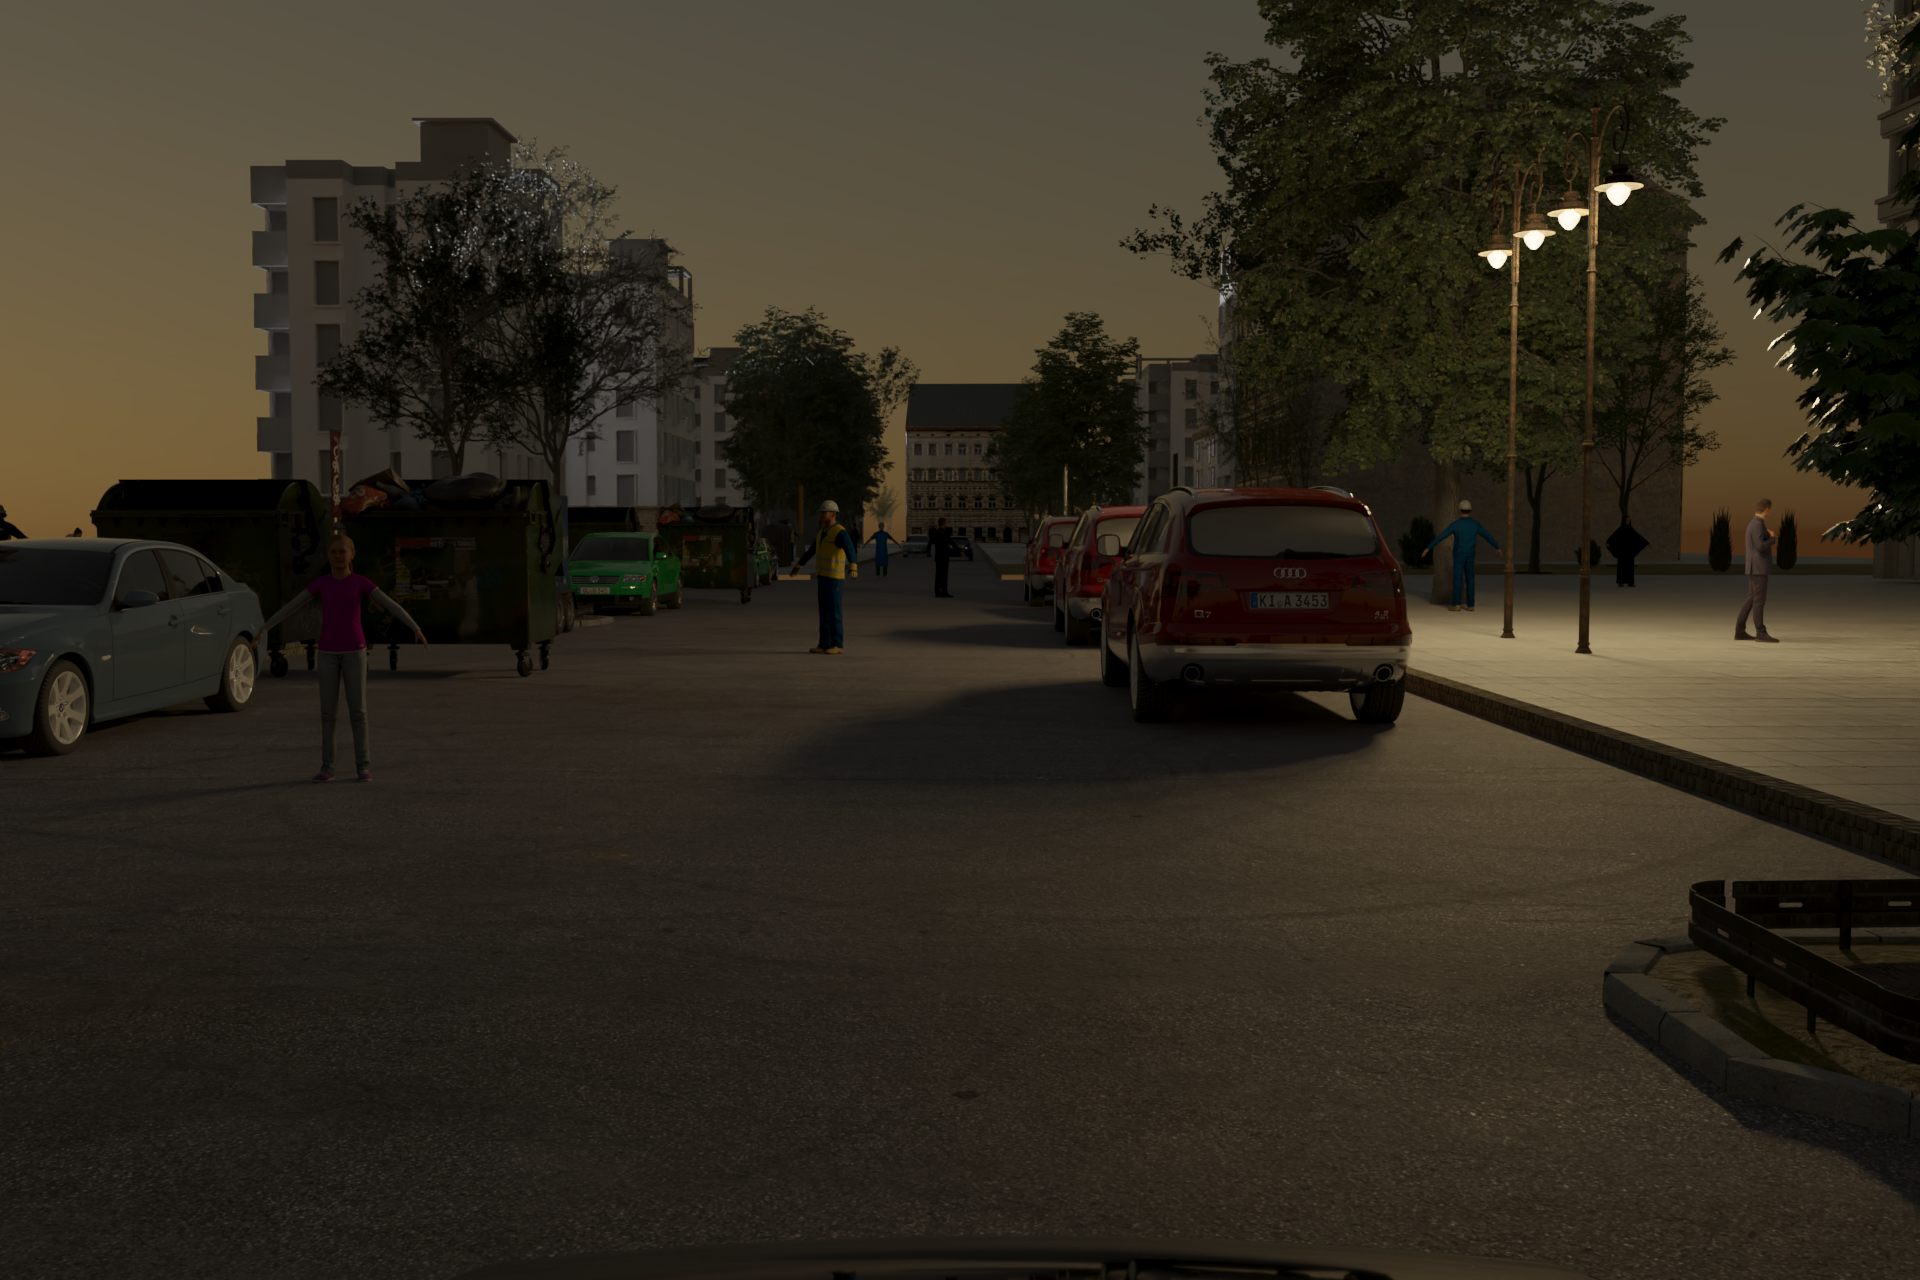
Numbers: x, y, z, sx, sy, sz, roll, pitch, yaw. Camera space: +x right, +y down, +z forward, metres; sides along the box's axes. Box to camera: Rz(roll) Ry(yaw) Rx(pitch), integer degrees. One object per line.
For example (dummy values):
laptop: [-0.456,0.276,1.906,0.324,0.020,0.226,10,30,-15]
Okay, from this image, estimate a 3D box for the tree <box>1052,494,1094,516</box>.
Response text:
tree: [16.536,-20.337,250.642,7.486,12.596,7.792,0,3,0]

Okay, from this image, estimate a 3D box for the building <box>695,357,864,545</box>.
building: [-26.991,-22.784,216.497,27.936,21.610,32.646,0,4,0]

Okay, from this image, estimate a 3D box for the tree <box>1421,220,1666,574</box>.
tree: [18.565,-7.953,55.790,9.928,11.665,9.643,0,3,0]

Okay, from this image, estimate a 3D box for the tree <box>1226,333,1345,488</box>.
tree: [11.705,-6.668,59.386,4.360,8.622,3.978,0,3,0]

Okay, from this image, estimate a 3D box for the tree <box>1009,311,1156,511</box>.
tree: [6.357,-10.451,88.996,7.486,12.596,7.792,0,3,0]

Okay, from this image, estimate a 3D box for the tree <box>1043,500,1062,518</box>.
tree: [6.652,-12.005,146.650,4.360,8.622,3.978,0,3,0]

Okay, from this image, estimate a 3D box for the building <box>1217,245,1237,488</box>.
building: [22.221,-15.751,113.940,16.016,20.090,11.380,0,4,0]

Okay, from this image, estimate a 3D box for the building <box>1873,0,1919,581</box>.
building: [28.304,-11.683,37.700,8.464,21.280,15.925,0,4,1]

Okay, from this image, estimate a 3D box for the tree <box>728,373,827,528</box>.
tree: [-9.043,-7.928,79.986,4.360,8.622,3.978,0,3,0]

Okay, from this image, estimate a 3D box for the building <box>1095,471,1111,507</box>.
building: [23.162,-17.559,229.233,9.099,9.664,28.070,0,4,1]

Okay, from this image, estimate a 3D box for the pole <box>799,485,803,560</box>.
pole: [-6.628,-4.796,72.265,0.158,3.312,0.155,0,3,0]

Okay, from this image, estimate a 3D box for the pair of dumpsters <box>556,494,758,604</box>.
pair of dumpsters: [-6.448,-1.884,35.749,4.436,2.255,1.574,0,4,0]

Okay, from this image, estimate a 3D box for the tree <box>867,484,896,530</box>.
tree: [-11.250,-18.135,246.876,4.737,8.622,4.395,0,3,0]

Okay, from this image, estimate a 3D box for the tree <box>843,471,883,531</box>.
tree: [-9.223,-12.007,146.671,4.360,8.622,3.978,0,3,0]

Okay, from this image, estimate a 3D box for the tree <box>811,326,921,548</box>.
tree: [-10.845,-18.539,158.994,12.611,20.169,13.585,0,3,0]

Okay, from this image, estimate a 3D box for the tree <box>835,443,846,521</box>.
tree: [-9.567,-10.884,128.321,4.360,8.622,3.978,0,3,0]

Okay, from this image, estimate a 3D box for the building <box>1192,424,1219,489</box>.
building: [24.071,-11.591,131.666,9.099,9.664,28.070,0,4,0]

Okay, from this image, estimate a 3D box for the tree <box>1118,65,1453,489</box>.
tree: [12.902,-13.205,71.798,12.611,20.169,13.585,0,3,0]

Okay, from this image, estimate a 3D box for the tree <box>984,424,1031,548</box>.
tree: [6.052,-14.073,155.841,9.928,11.665,9.643,0,3,0]

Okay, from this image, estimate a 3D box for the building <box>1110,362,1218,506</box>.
building: [22.416,-20.942,198.828,16.016,20.090,11.380,0,4,0]

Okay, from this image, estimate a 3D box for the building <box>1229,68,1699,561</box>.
building: [25.214,-15.916,91.151,19.493,23.208,18.063,0,4,0]

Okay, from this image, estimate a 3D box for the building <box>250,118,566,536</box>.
building: [-26.208,-13.687,80.196,16.016,20.090,11.380,0,3,0]

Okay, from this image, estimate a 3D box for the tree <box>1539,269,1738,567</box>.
tree: [26.157,-8.691,67.853,9.928,11.665,9.643,0,3,0]

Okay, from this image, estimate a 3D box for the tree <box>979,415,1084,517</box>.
tree: [5.885,-11.642,124.763,8.767,10.594,7.601,-1,4,-19]

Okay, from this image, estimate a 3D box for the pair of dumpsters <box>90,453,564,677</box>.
pair of dumpsters: [-6.395,-0.779,17.690,4.436,2.255,1.574,0,4,0]

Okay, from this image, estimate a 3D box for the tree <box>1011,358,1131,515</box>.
tree: [6.513,-10.752,101.556,9.928,11.665,9.643,0,3,0]

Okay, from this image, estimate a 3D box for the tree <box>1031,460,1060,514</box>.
tree: [6.180,-11.244,134.199,4.360,8.622,3.978,0,3,0]

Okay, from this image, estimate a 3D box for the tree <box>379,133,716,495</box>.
tree: [-12.555,-8.750,53.432,12.009,13.543,11.850,0,3,0]

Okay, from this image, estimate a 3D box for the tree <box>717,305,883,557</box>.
tree: [-8.864,-11.522,95.046,9.857,13.997,8.962,0,3,0]

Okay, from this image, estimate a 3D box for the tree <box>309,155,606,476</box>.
tree: [-11.993,-6.579,41.972,8.767,10.594,7.601,2,4,32]

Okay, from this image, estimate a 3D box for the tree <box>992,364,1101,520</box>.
tree: [5.978,-12.011,114.501,7.486,12.596,7.792,0,3,0]

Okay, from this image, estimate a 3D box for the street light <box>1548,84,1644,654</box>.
street light: [6.707,-2.793,18.449,0.468,5.910,1.993,0,3,0]

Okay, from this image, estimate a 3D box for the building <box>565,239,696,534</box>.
building: [-24.248,-15.653,112.352,16.016,20.090,11.380,0,4,1]

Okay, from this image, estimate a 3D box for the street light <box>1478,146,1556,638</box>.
street light: [6.763,-2.961,21.196,0.468,5.910,1.993,0,4,0]

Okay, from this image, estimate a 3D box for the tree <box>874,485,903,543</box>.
tree: [-9.902,-18.408,251.326,4.360,8.622,3.978,0,3,0]

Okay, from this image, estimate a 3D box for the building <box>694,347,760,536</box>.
building: [-27.062,-19.579,176.535,16.016,20.090,11.380,0,4,1]

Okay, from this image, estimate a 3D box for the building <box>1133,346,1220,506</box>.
building: [23.474,-19.939,182.424,16.016,20.090,11.380,0,4,0]

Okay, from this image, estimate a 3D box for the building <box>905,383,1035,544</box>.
building: [1.761,-25.550,251.131,18.063,23.208,19.493,0,4,2]
